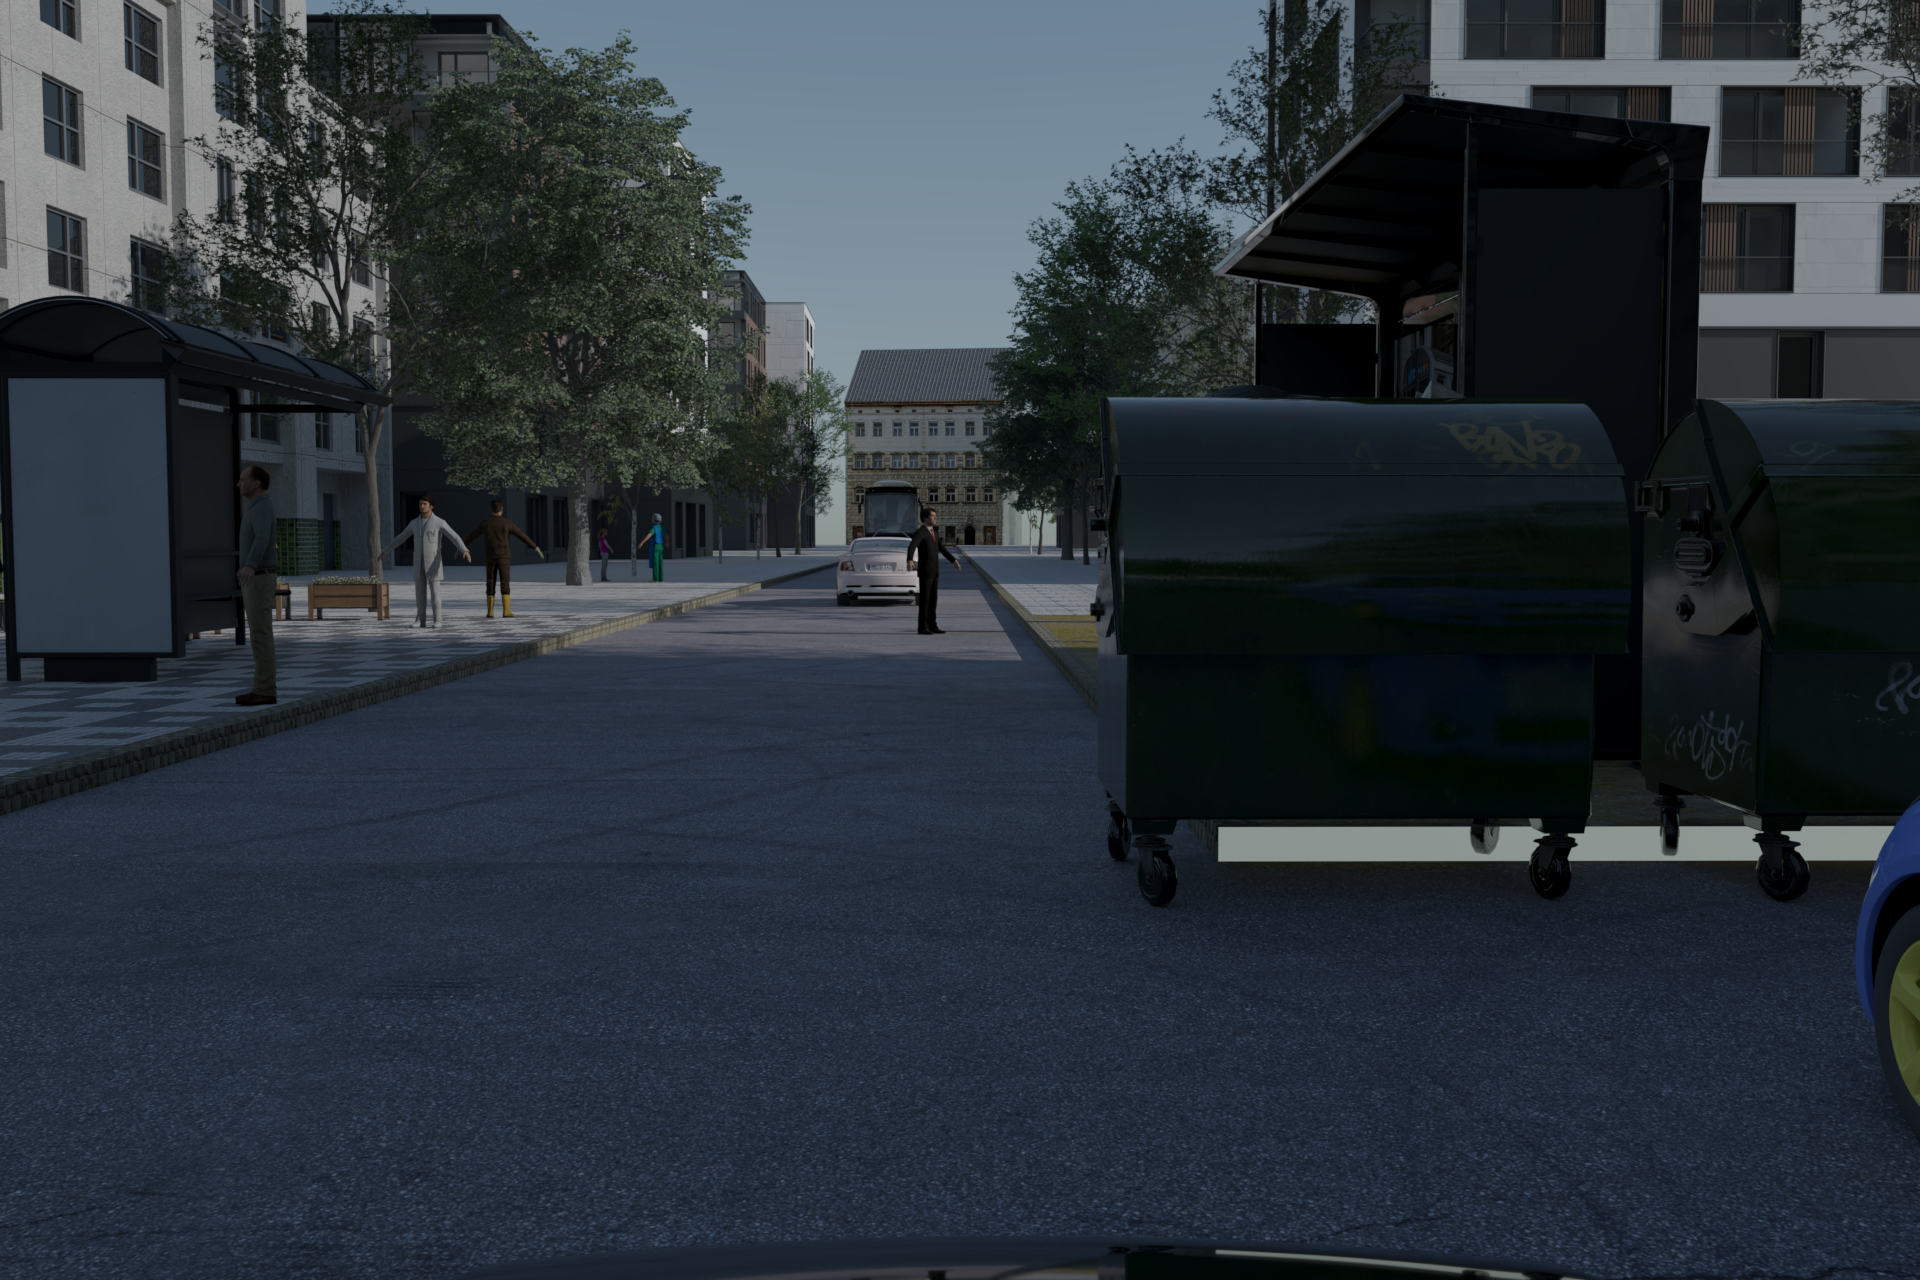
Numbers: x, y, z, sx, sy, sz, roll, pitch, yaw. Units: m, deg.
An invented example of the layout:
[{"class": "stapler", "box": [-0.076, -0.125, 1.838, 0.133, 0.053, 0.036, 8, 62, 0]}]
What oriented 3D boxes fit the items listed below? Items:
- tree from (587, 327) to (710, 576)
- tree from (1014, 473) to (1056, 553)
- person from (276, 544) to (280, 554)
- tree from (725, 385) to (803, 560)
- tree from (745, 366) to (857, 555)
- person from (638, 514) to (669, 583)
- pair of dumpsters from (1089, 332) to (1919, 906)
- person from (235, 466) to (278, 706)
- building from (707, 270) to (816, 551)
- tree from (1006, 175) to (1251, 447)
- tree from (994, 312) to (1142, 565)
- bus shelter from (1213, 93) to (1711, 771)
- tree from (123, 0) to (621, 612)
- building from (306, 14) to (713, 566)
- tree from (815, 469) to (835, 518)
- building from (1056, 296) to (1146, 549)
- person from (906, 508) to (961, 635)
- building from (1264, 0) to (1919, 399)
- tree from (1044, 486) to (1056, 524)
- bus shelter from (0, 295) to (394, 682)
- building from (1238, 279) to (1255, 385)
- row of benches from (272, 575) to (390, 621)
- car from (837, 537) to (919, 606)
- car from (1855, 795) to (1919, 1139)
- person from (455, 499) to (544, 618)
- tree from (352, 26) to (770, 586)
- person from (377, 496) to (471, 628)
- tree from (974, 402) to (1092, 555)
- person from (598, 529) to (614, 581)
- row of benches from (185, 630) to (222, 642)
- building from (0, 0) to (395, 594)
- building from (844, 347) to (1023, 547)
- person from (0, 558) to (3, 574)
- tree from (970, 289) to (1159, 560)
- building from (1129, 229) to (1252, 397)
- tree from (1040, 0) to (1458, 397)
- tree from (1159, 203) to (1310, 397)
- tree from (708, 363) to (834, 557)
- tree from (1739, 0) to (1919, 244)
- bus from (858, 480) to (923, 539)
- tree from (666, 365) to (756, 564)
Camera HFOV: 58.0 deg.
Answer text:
[{"class": "tree", "box": [-9.961, -6.300, 53.372, 4.737, 8.622, 4.395, 0, 3, 0]}, {"class": "tree", "box": [4.915, -10.032, 114.386, 4.737, 8.622, 4.395, 0, 3, 0]}, {"class": "person", "box": [-12.230, -1.485, 30.748, 0.721, 1.772, 1.216, -1, 4, -14]}, {"class": "tree", "box": [-9.958, -8.296, 86.009, 4.737, 8.622, 4.395, 0, 3, 0]}, {"class": "tree", "box": [-9.860, -11.052, 106.458, 9.928, 11.665, 9.643, 0, 3, 0]}, {"class": "person", "box": [-7.993, -2.409, 45.506, 0.704, 1.817, 1.347, 2, 4, 25]}, {"class": "pair of dumpsters", "box": [2.749, -0.137, 7.190, 4.436, 2.255, 1.574, 0, 4, -1]}, {"class": "person", "box": [-5.331, -0.417, 13.095, 0.705, 1.796, 1.348, -1, 4, -23]}, {"class": "building", "box": [-27.528, -18.738, 150.348, 27.936, 21.610, 32.646, 0, 4, -1]}, {"class": "tree", "box": [4.931, -7.671, 51.171, 9.928, 11.665, 9.643, 0, 3, 0]}, {"class": "tree", "box": [4.936, -8.405, 71.832, 7.601, 10.594, 8.767, -1, 4, -11]}, {"class": "bus shelter", "box": [3.163, -1.291, 12.398, 1.731, 3.624, 6.357, 0, 4, -1]}, {"class": "tree", "box": [-9.569, -5.758, 28.550, 8.767, 10.594, 7.601, 0, 4, 3]}, {"class": "building", "box": [-28.487, -14.730, 84.813, 27.936, 21.610, 32.646, 0, 4, 0]}, {"class": "tree", "box": [-18.008, -16.314, 201.150, 7.601, 10.594, 8.767, 0, 4, -3]}, {"class": "building", "box": [22.977, -19.647, 165.209, 27.936, 21.610, 32.646, 0, 4, 0]}, {"class": "person", "box": [-0.428, -0.986, 24.757, 0.705, 1.806, 1.347, 2, 4, 32]}, {"class": "building", "box": [23.811, -13.140, 58.807, 27.936, 21.610, 32.646, 0, 4, 0]}, {"class": "tree", "box": [13.295, -17.315, 201.224, 7.486, 12.596, 7.792, 0, 3, 0]}, {"class": "bus shelter", "box": [-7.578, -1.441, 17.487, 2.014, 3.302, 5.546, 0, 4, -1]}, {"class": "building", "box": [24.729, -15.651, 86.830, 19.493, 23.208, 18.063, 0, 4, 0]}, {"class": "row of benches", "box": [-10.451, -0.624, 25.662, 4.104, 0.672, 1.422, 0, 4, -8]}, {"class": "car", "box": [-1.555, -1.452, 36.104, 2.083, 1.381, 4.827, 0, 4, 0]}, {"class": "car", "box": [3.083, 0.412, 2.858, 1.945, 1.707, 3.694, 0, 4, -1]}, {"class": "person", "box": [-7.075, -1.247, 26.529, 1.346, 1.812, 0.704, 0, 4, -3]}, {"class": "tree", "box": [-9.626, -8.330, 42.843, 9.857, 13.997, 8.962, 0, 3, 0]}, {"class": "person", "box": [-7.315, -1.074, 23.746, 1.347, 1.806, 0.705, 1, 4, 9]}, {"class": "tree", "box": [5.024, -10.531, 106.597, 8.767, 10.594, 7.601, -1, 4, -20]}, {"class": "person", "box": [-9.598, -2.309, 47.023, 0.599, 1.433, 0.991, -2, 4, -28]}, {"class": "row of benches", "box": [-9.449, -0.292, 20.230, 1.422, 0.672, 4.104, -1, 4, -9]}, {"class": "building", "box": [-28.490, -10.941, 45.346, 16.747, 18.905, 31.486, 0, 3, 0]}, {"class": "building", "box": [-2.709, -22.665, 203.954, 18.063, 23.208, 19.493, 1, 4, 9]}, {"class": "person", "box": [-9.633, -0.646, 16.330, 0.705, 1.858, 1.354, 2, 4, 28]}, {"class": "tree", "box": [5.240, -10.937, 85.480, 9.857, 13.997, 8.962, 0, 3, 0]}, {"class": "building", "box": [20.971, -18.514, 133.634, 19.493, 23.208, 18.063, 0, 3, 0]}, {"class": "tree", "box": [5.596, -5.823, 29.611, 8.767, 10.594, 7.601, -1, 4, -9]}, {"class": "tree", "box": [5.797, -5.446, 39.410, 4.360, 8.622, 3.978, 0, 3, 0]}, {"class": "tree", "box": [-10.342, -9.839, 95.277, 7.601, 10.594, 8.767, 0, 4, 3]}, {"class": "tree", "box": [11.787, -6.420, 15.342, 12.009, 13.543, 11.850, 0, 3, 0]}, {"class": "bus", "box": [-3.171, -5.595, 83.027, 2.896, 3.916, 12.252, 0, 4, -1]}, {"class": "tree", "box": [-10.522, -7.585, 74.385, 4.737, 8.622, 4.395, 0, 3, 0]}]
